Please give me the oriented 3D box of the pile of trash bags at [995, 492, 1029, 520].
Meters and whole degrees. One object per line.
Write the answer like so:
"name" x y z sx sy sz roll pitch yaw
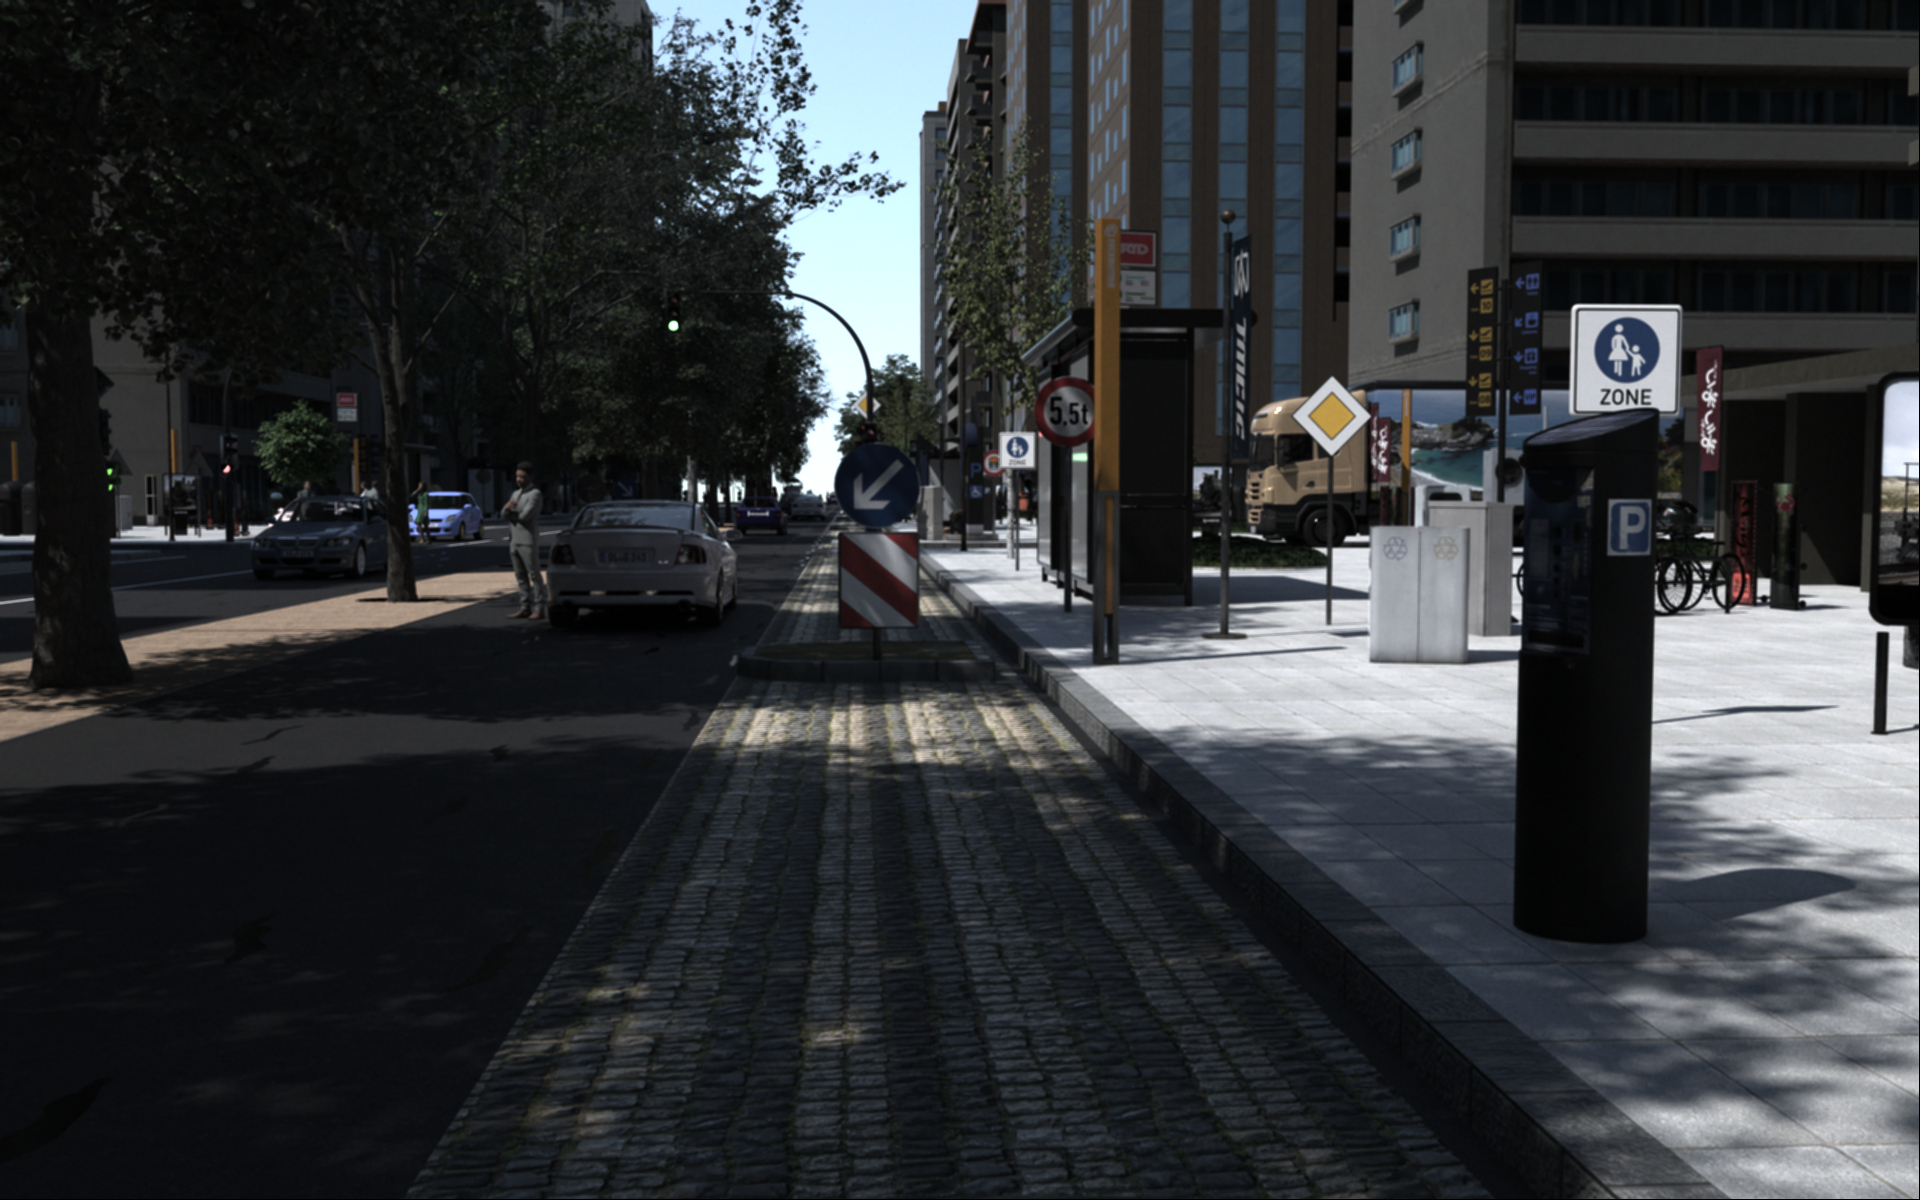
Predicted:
"pile of trash bags" 1.832 -4.639 85.595 3.447 1.369 1.912 1 4 17

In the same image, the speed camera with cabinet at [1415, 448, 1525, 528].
"speed camera with cabinet" 10.178 -2.462 34.583 2.038 3.252 0.660 0 4 -1

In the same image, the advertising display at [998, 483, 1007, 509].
"advertising display" 2.663 -5.797 99.991 0.123 1.923 0.974 3 4 38

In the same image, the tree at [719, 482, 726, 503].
"tree" -34.788 -15.863 253.955 1.663 3.219 1.824 0 3 0

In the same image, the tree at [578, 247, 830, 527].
"tree" -10.645 -9.476 74.403 9.611 12.733 9.660 0 3 0

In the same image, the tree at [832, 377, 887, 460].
"tree" -8.935 -16.993 184.484 9.857 13.997 8.962 0 3 0

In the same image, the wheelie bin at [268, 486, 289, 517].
"wheelie bin" -26.154 -3.581 66.451 0.693 1.594 0.980 -3 4 -36

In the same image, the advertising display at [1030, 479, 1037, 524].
"advertising display" 3.410 -4.165 73.313 0.974 1.923 0.123 -2 4 -28

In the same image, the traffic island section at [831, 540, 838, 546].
"traffic island section" -2.505 -1.523 47.178 2.009 0.180 2.903 0 4 -4

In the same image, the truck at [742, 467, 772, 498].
"truck" -20.026 -11.199 172.014 2.839 4.237 11.283 0 4 -5

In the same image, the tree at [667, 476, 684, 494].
"tree" -30.314 -11.559 183.598 1.663 3.219 1.824 0 3 0

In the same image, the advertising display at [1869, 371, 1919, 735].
"advertising display" 5.267 -0.230 8.969 0.974 1.923 0.123 2 4 34

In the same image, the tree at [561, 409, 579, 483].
"tree" -27.110 -13.413 136.308 9.611 12.733 9.660 0 3 0

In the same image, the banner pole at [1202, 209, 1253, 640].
"banner pole" 2.396 -1.535 15.115 0.401 3.779 0.863 -1 4 -9

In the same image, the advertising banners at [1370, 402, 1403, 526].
"advertising banners" 7.956 -2.217 32.433 0.090 3.025 2.074 0 4 -2

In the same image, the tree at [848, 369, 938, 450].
"tree" -5.000 -11.892 128.850 7.601 10.594 8.767 0 4 8

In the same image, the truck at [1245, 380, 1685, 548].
"truck" 12.361 -3.368 43.973 11.283 4.237 2.839 0 4 -3

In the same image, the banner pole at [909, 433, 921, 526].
"banner pole" -1.798 -4.934 70.692 0.401 3.779 0.863 -3 5 -43

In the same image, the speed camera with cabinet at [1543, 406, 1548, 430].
"speed camera with cabinet" 13.880 -2.749 39.286 2.038 3.252 0.660 0 4 0

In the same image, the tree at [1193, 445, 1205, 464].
"tree" 9.162 -4.500 68.183 1.663 3.219 1.824 0 3 0

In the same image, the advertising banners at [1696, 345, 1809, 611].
"advertising banners" 9.023 -1.447 19.851 0.090 3.025 2.074 -1 4 -10

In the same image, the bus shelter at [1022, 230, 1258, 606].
"bus shelter" 2.081 -2.829 23.885 2.179 5.291 8.768 0 4 -3

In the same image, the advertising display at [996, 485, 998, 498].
"advertising display" 2.746 -7.019 119.970 0.123 1.923 0.974 -2 4 -25

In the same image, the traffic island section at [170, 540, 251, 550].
"traffic island section" -19.464 -1.459 46.137 2.009 0.180 2.903 0 4 -4

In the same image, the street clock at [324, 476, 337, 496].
"street clock" -25.423 -4.001 69.978 0.471 2.002 0.358 -1 4 -9

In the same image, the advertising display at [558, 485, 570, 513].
"advertising display" -27.338 -6.988 119.459 0.123 1.923 0.974 2 4 35

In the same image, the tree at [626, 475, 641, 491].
"tree" -28.909 -9.704 153.257 1.663 3.219 1.824 0 3 0

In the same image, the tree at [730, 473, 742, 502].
"tree" -35.919 -19.820 274.426 4.737 8.622 4.395 0 3 0

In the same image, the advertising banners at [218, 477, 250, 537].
"advertising banners" -21.953 -3.442 52.465 0.090 3.025 2.074 0 4 -3

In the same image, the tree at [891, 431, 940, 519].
"tree" -2.320 -6.504 90.052 4.285 4.588 4.351 0 3 0

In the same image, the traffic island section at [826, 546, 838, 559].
"traffic island section" -2.011 -1.035 39.208 2.009 0.180 2.903 0 4 -4

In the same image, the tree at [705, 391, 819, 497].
"tree" -12.884 -10.508 108.670 8.767 10.594 7.601 0 4 -4

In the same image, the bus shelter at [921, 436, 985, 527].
"bus shelter" -0.295 -4.245 63.337 2.014 3.302 5.546 0 4 -4

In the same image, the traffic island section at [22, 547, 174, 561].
"traffic island section" -18.971 -0.972 38.167 2.009 0.180 2.903 0 4 -4

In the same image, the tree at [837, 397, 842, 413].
"tree" -11.532 -10.567 85.593 12.009 13.543 11.850 0 3 0

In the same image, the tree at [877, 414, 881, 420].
"tree" -6.032 -12.273 151.027 4.360 8.622 3.978 0 3 0

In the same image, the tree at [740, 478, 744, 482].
"tree" -35.566 -21.236 265.341 7.486 12.596 7.792 0 3 0

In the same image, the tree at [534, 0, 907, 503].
"tree" -8.666 -12.522 63.085 12.611 20.169 13.585 0 3 0

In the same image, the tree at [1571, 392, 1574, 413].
"tree" 3.596 -4.623 1.340 9.928 11.665 9.643 0 3 0

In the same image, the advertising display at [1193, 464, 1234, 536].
"advertising display" 5.377 -1.958 37.224 0.974 1.923 0.123 0 4 -2

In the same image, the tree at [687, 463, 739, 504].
"tree" -34.449 -19.365 234.750 7.486 12.596 7.792 0 3 0

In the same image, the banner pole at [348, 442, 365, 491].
"banner pole" -25.558 -5.111 73.581 0.863 3.779 0.401 0 4 -3

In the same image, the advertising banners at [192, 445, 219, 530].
"advertising banners" -27.037 -4.048 62.377 0.090 3.025 2.074 0 4 7

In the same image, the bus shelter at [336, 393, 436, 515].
"bus shelter" -23.721 -5.731 71.336 2.179 5.291 8.768 0 4 -3

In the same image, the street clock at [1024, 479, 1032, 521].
"street clock" 3.291 -4.738 82.030 0.358 2.002 0.471 -3 5 -40

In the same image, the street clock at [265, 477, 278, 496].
"street clock" -29.582 -4.276 74.489 0.358 2.002 0.471 2 4 35

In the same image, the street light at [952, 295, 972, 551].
"street light" 0.084 -4.041 38.859 0.468 5.910 1.993 0 4 -4

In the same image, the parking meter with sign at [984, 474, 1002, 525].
"parking meter with sign" 1.020 -4.655 72.371 1.738 3.016 0.543 -2 4 -29

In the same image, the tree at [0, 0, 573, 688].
"tree" -6.586 -6.323 12.497 9.857 13.997 8.962 0 3 0

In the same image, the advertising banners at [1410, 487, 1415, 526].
"advertising banners" 10.063 -2.618 38.989 0.090 3.025 2.074 -2 4 -32

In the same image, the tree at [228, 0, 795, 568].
"tree" -8.468 -7.393 33.699 12.009 13.543 11.850 0 3 0

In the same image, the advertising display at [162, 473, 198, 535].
"advertising display" -24.236 -2.973 53.830 0.974 1.923 0.123 -2 4 -24

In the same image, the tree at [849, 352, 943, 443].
"tree" -4.797 -13.505 138.927 7.486 12.596 7.792 0 3 0

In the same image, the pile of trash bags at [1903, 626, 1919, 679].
"pile of trash bags" 7.903 -0.172 12.559 1.912 1.369 3.447 2 4 27

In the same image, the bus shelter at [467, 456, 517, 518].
"bus shelter" -25.780 -6.184 95.028 2.014 3.302 5.546 0 4 -4

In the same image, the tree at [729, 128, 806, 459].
"tree" -9.031 -8.644 50.441 9.857 13.997 8.962 0 3 0
